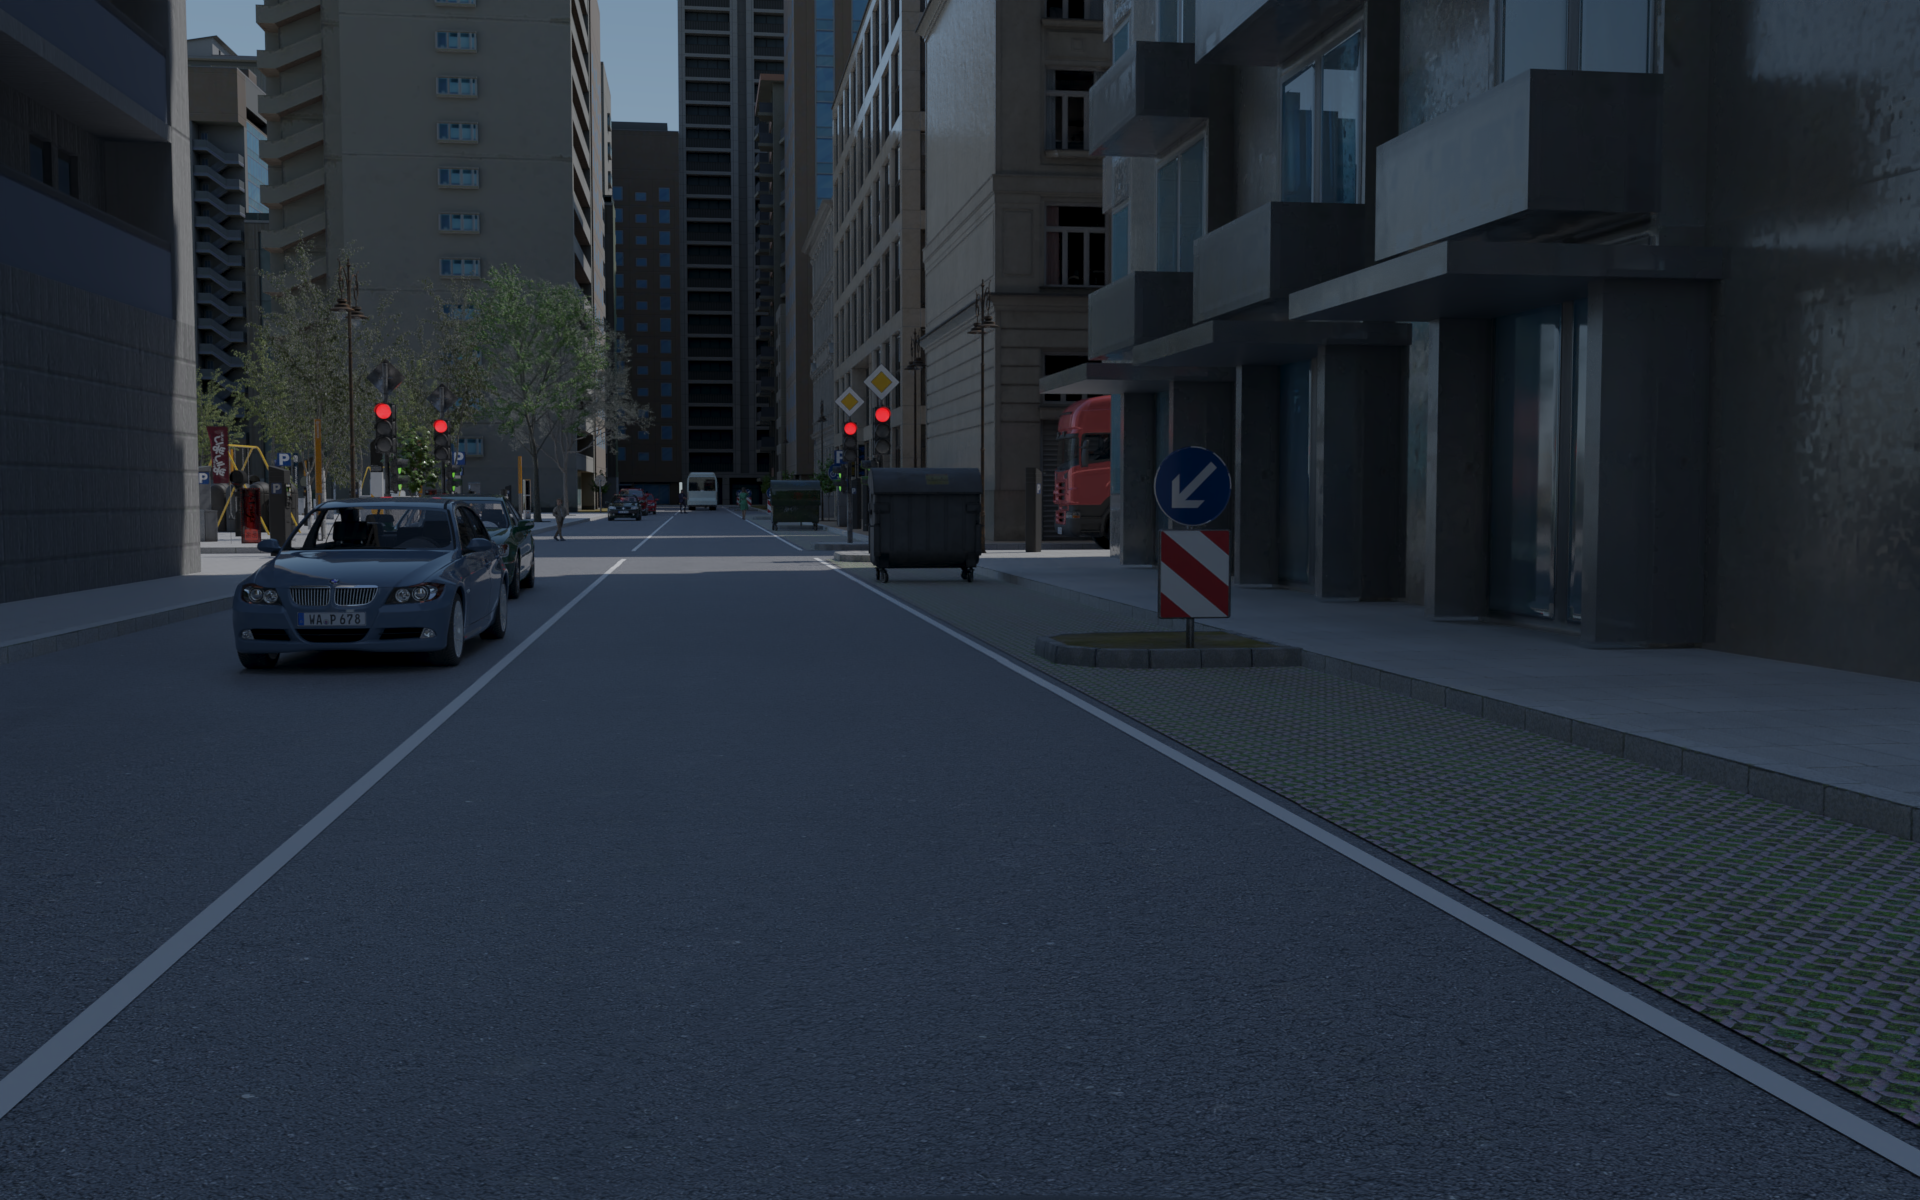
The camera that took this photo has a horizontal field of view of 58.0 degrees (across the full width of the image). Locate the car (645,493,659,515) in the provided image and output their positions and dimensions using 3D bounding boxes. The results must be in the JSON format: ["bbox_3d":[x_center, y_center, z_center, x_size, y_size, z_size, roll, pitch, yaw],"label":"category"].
[{"bbox_3d":[-22.258,-6.888,121.664,2.155,1.783,4.494,-1,4,-10],"label":"car"}]

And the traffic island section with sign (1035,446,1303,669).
[{"bbox_3d":[1.712,-0.395,15.094,1.989,1.847,2.006,-1,4,-9],"label":"traffic island section with sign"}]

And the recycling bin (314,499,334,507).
[{"bbox_3d":[-32.340,-4.617,88.039,0.722,1.027,0.722,3,4,37],"label":"recycling bin"}]

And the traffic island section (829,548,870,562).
[{"bbox_3d":[-1.674,-0.934,37.558,2.009,0.180,2.903,-1,4,-9],"label":"traffic island section"}]

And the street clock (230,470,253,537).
[{"bbox_3d":[-21.717,-2.911,52.168,0.471,2.002,0.358,1,4,9],"label":"street clock"}]

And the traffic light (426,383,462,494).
[{"bbox_3d":[-13.051,-3.356,43.794,0.839,4.253,0.868,-1,4,-9],"label":"traffic light"}]

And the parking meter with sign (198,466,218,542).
[{"bbox_3d":[-20.684,-3.102,46.972,1.738,3.016,0.543,3,5,43],"label":"parking meter with sign"}]

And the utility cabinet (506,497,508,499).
[{"bbox_3d":[-14.883,-2.723,55.686,0.306,1.237,1.020,1,4,12],"label":"utility cabinet"}]

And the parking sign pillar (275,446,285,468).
[{"bbox_3d":[-38.169,-6.650,97.198,1.447,3.967,1.447,-1,4,-12],"label":"parking sign pillar"}]

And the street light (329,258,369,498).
[{"bbox_3d":[-11.985,-3.750,34.103,0.468,5.910,1.993,-1,4,-9],"label":"street light"}]

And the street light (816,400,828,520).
[{"bbox_3d":[-6.686,-6.803,84.018,0.468,5.910,1.993,-1,4,-9],"label":"street light"}]

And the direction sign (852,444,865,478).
[{"bbox_3d":[-4.704,-5.315,78.894,0.876,3.537,0.379,-3,4,-36],"label":"direction sign"}]

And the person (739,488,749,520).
[{"bbox_3d":[-12.059,-5.369,96.530,0.600,1.795,0.529,0,4,0],"label":"person"}]

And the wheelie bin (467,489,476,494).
[{"bbox_3d":[-29.269,-5.848,103.524,0.693,1.594,0.980,-1,4,-19],"label":"wheelie bin"}]

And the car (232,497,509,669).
[{"bbox_3d":[-5.220,-0.233,15.810,2.014,1.417,4.499,0,4,-7],"label":"car"}]

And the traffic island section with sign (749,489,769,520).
[{"bbox_3d":[-10.602,-5.391,96.778,1.989,1.847,2.006,-1,4,-9],"label":"traffic island section with sign"}]

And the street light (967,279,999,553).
[{"bbox_3d":[0.488,-3.952,37.401,0.468,5.910,1.993,-1,4,-9],"label":"street light"}]

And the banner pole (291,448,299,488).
[{"bbox_3d":[-35.644,-6.286,92.786,0.401,3.779,0.863,1,4,9],"label":"banner pole"}]

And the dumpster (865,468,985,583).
[{"bbox_3d":[-0.588,-1.227,28.272,1.865,1.857,1.264,0,4,-8],"label":"dumpster"}]

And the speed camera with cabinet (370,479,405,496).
[{"bbox_3d":[-33.707,-6.586,102.011,2.038,3.252,0.660,1,4,17],"label":"speed camera with cabinet"}]

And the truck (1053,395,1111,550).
[{"bbox_3d":[7.385,-3.328,43.332,11.283,4.237,2.839,0,4,-7],"label":"truck"}]

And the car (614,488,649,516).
[{"bbox_3d":[-21.772,-6.498,114.915,2.281,1.827,5.304,-1,4,-8],"label":"car"}]

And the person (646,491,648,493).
[{"bbox_3d":[-31.621,-10.177,175.583,0.721,1.739,1.217,1,4,11],"label":"person"}]

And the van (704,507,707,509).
[{"bbox_3d":[-26.124,-10.152,172.999,2.013,2.044,4.112,-1,4,-8],"label":"van"}]

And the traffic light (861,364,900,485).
[{"bbox_3d":[-1.716,-2.967,37.438,0.839,4.253,0.868,-1,4,-9],"label":"traffic light"}]

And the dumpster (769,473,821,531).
[{"bbox_3d":[-6.440,-3.828,67.536,1.985,2.255,1.502,-1,4,-10],"label":"dumpster"}]

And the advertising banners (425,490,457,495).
[{"bbox_3d":[-18.708,-3.983,61.306,2.074,3.025,0.090,1,4,19],"label":"advertising banners"}]

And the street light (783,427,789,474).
[{"bbox_3d":[-12.036,-8.979,119.601,0.468,5.910,1.993,-1,4,-9],"label":"street light"}]

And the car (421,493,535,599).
[{"bbox_3d":[-7.186,-0.807,24.994,2.131,1.459,4.920,-1,4,-10],"label":"car"}]

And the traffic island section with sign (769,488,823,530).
[{"bbox_3d":[-6.582,-3.761,70.123,1.989,1.847,2.006,-1,4,-9],"label":"traffic island section with sign"}]

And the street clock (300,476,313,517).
[{"bbox_3d":[-26.183,-3.966,69.422,0.471,2.002,0.358,1,4,22],"label":"street clock"}]

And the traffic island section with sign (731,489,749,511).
[{"bbox_3d":[-18.046,-8.408,146.105,1.989,1.847,2.006,-1,4,-9],"label":"traffic island section with sign"}]

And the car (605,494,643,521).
[{"bbox_3d":[-18.158,-5.139,93.804,2.009,1.686,4.222,-1,4,-9],"label":"car"}]

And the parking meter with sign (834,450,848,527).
[{"bbox_3d":[-4.615,-4.396,68.137,0.543,3.016,1.738,0,4,-8],"label":"parking meter with sign"}]

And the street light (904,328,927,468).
[{"bbox_3d":[-1.252,-4.627,48.447,0.468,5.910,1.993,-1,4,-9],"label":"street light"}]

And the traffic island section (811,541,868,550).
[{"bbox_3d":[-2.865,-1.417,45.454,2.009,0.180,2.903,-1,4,-9],"label":"traffic island section"}]

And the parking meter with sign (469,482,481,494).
[{"bbox_3d":[-31.228,-7.048,111.495,1.738,3.016,0.543,-2,4,-33],"label":"parking meter with sign"}]

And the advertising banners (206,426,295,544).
[{"bbox_3d":[-18.332,-2.973,44.793,2.074,3.025,0.090,-2,4,-27],"label":"advertising banners"}]

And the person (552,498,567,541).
[{"bbox_3d":[-12.203,-2.451,52.852,0.640,1.303,0.475,3,4,36],"label":"person"}]

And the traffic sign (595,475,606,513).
[{"bbox_3d":[-23.994,-7.061,115.545,0.768,2.556,0.104,0,4,1],"label":"traffic sign"}]

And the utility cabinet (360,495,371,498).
[{"bbox_3d":[-26.220,-4.043,77.266,1.020,1.237,0.306,1,4,9],"label":"utility cabinet"}]

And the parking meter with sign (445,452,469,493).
[{"bbox_3d":[-20.620,-4.529,70.309,0.543,3.016,1.738,0,4,4],"label":"parking meter with sign"}]

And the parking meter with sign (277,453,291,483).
[{"bbox_3d":[-28.355,-4.677,72.732,0.543,3.016,1.738,-1,4,-21],"label":"parking meter with sign"}]

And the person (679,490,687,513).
[{"bbox_3d":[-20.383,-7.264,127.712,0.568,1.767,0.683,3,4,38],"label":"person"}]

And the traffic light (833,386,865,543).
[{"bbox_3d":[-2.906,-3.450,45.334,0.839,4.253,0.868,-1,4,-9],"label":"traffic light"}]

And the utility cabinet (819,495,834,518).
[{"bbox_3d":[-7.325,-5.047,93.687,1.020,1.237,0.306,-2,4,-31],"label":"utility cabinet"}]

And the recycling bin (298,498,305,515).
[{"bbox_3d":[-40.558,-5.733,106.284,0.722,1.027,0.722,-1,4,-14],"label":"recycling bin"}]

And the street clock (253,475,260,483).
[{"bbox_3d":[-27.006,-3.770,66.211,0.358,2.002,0.471,3,4,37],"label":"street clock"}]

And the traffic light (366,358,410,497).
[{"bbox_3d":[-11.860,-2.873,35.898,0.839,4.253,0.868,-1,4,-9],"label":"traffic light"}]
